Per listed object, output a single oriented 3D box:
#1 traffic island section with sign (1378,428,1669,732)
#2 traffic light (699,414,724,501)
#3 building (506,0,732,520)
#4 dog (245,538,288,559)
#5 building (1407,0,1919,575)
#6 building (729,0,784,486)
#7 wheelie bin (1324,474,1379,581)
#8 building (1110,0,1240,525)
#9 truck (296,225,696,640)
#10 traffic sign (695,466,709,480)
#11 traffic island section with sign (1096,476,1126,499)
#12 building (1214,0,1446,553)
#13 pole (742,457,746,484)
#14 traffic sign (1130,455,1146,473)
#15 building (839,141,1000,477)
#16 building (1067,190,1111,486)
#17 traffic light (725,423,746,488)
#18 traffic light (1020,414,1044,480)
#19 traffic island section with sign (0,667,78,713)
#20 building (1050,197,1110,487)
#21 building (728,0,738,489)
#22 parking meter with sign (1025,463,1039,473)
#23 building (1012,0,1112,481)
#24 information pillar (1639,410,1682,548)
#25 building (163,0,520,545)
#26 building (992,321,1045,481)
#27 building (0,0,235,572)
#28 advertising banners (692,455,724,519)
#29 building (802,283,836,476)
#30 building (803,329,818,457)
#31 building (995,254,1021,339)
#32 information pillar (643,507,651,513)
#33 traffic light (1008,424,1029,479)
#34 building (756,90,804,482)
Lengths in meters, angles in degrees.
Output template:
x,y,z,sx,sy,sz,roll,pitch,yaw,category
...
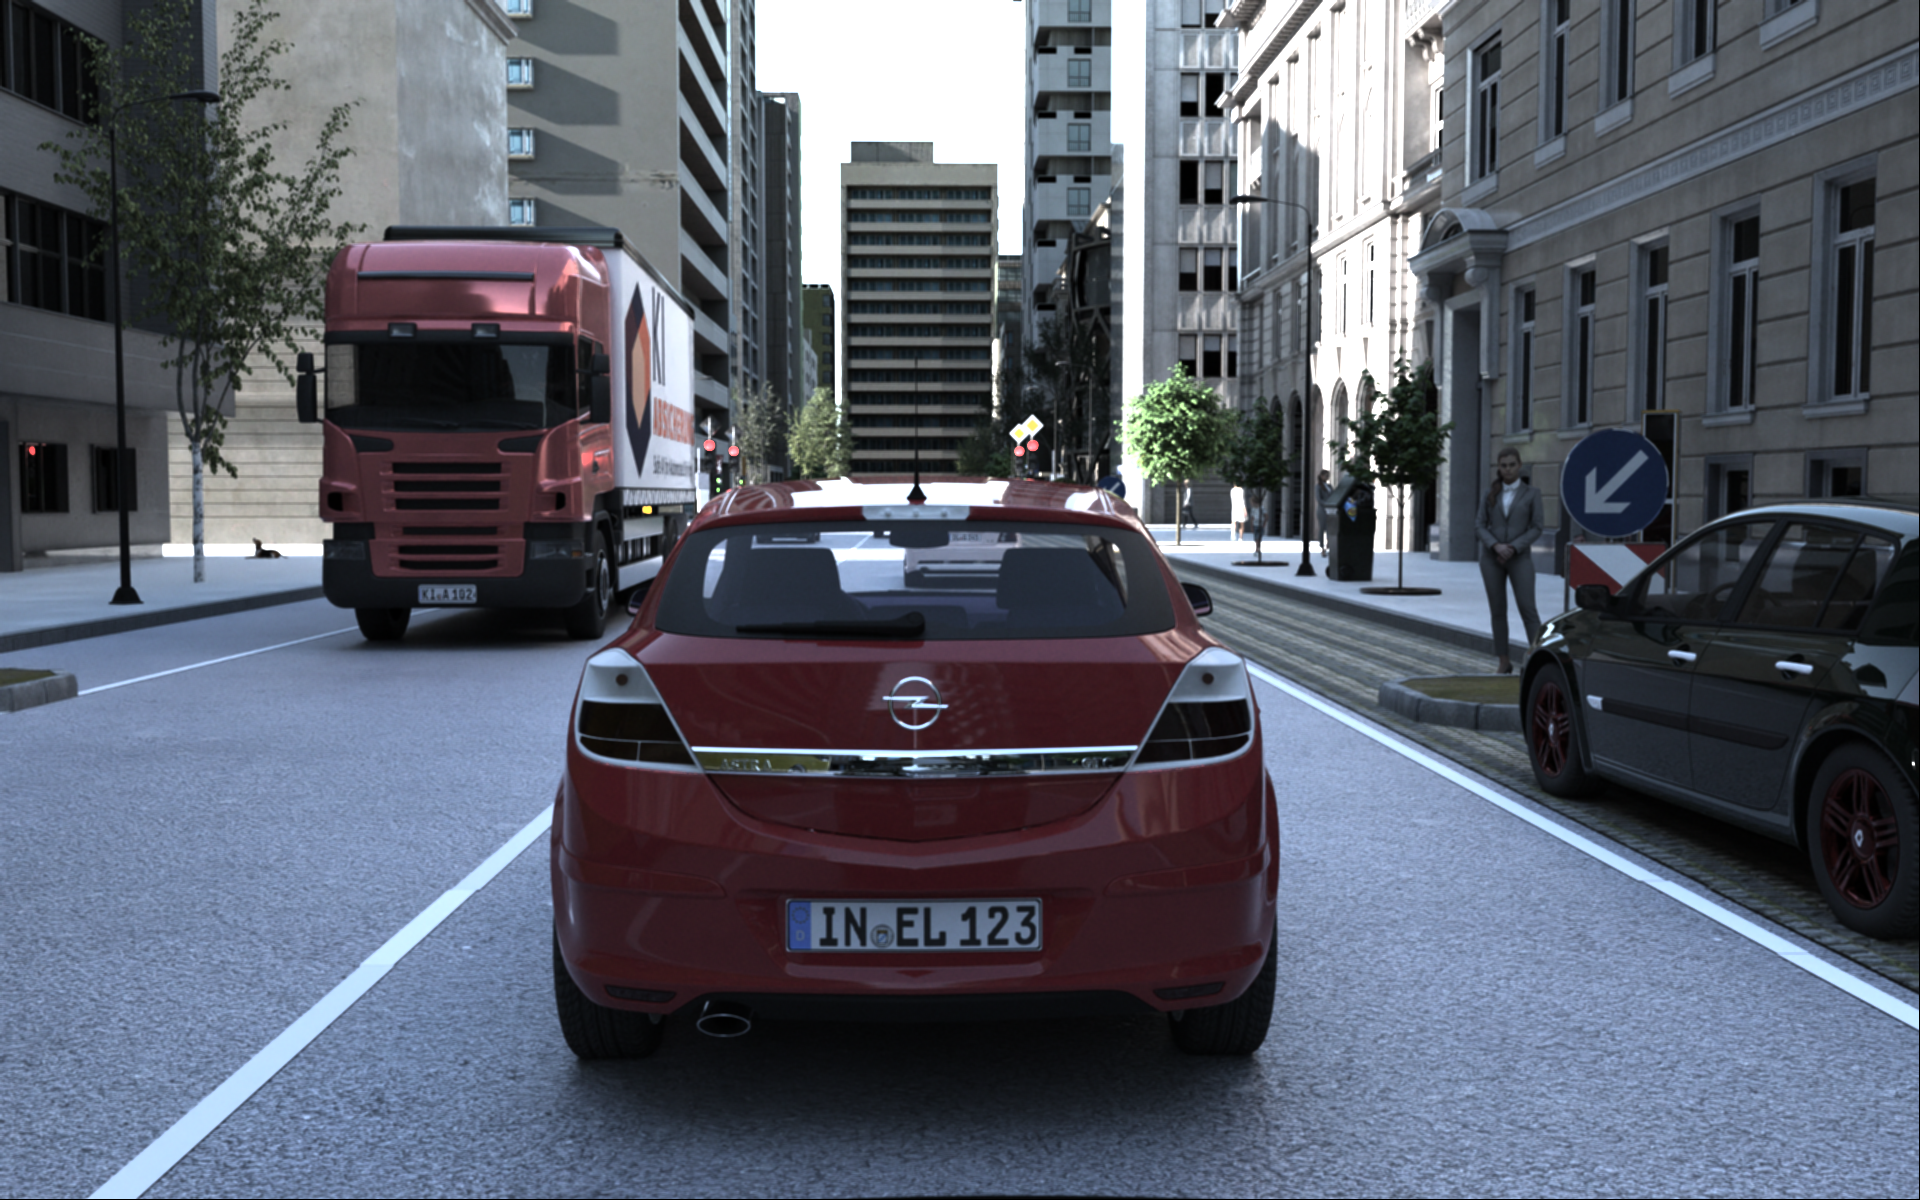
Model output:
x,y,z,sx,sy,sz,roll,pitch,yaw,category
3.829,-0.160,11.239,1.989,1.847,2.006,0,4,-1,traffic island section with sign
-8.726,-4.395,60.776,0.839,4.253,0.868,0,4,-1,traffic light
-23.219,-28.225,85.182,21.300,48.544,21.600,0,4,-1,building
-13.827,-1.027,34.528,0.748,0.427,0.550,1,4,23,dog
15.681,-14.536,23.571,13.634,28.700,20.117,0,4,-1,building
-26.336,-43.682,152.454,20.563,71.187,20.611,0,4,-1,building
5.819,-1.090,25.735,0.693,1.594,0.980,0,4,-6,wheelie bin
17.305,-15.852,77.208,19.932,24.808,12.078,0,4,-1,building
-4.896,-1.930,20.465,2.839,4.237,11.283,0,4,-3,truck
-11.570,-4.733,77.484,0.768,2.556,0.104,0,4,7,traffic sign
3.138,-1.808,38.192,1.989,1.847,2.006,0,4,-1,traffic island section with sign
15.344,-12.484,45.913,13.314,21.916,24.055,0,4,-1,building
-11.895,-6.216,95.473,0.158,3.312,0.155,0,3,0,pole
5.247,-3.033,49.316,0.795,2.593,0.064,0,4,3,traffic sign
-5.651,-37.725,240.510,21.600,48.544,21.300,0,4,-1,building
14.544,-14.234,100.176,16.820,18.784,16.811,0,4,-1,building
-8.924,-4.883,68.758,0.839,4.253,0.868,0,4,-1,traffic light
2.531,-4.413,61.070,0.839,4.253,0.868,0,4,-1,traffic light
-7.225,-0.189,11.724,1.989,1.847,2.006,0,4,-1,traffic island section with sign
13.967,-18.813,126.673,14.460,24.649,34.723,0,4,-1,building
-26.751,-49.502,122.030,22.319,86.520,31.000,0,4,-1,building
3.911,-6.123,96.366,0.543,3.016,1.738,1,4,16,parking meter with sign
19.793,-34.829,158.700,28.713,52.752,27.495,0,4,-1,building
6.172,-0.660,15.290,0.304,2.012,0.304,2,4,28,information pillar
-31.049,-14.090,49.460,34.723,24.649,14.460,0,4,-1,building
17.888,-20.962,187.759,27.650,21.520,28.899,0,4,-1,building
-21.097,-12.248,19.327,14.314,24.678,30.058,0,4,-1,building
-11.106,-4.904,76.374,0.090,3.025,2.074,2,4,34,advertising banners
-24.172,-28.474,237.256,14.107,30.474,14.160,0,4,-1,building
-31.946,-21.902,203.139,28.899,21.520,27.650,0,4,-1,building
11.196,-26.778,209.521,14.160,30.474,14.107,0,4,-1,building
-12.217,-4.682,67.906,0.504,3.616,0.183,2,4,28,information pillar
2.333,-4.901,69.052,0.839,4.253,0.868,0,4,-1,traffic light
-22.936,-29.797,170.774,14.154,41.232,14.086,0,4,-1,building
